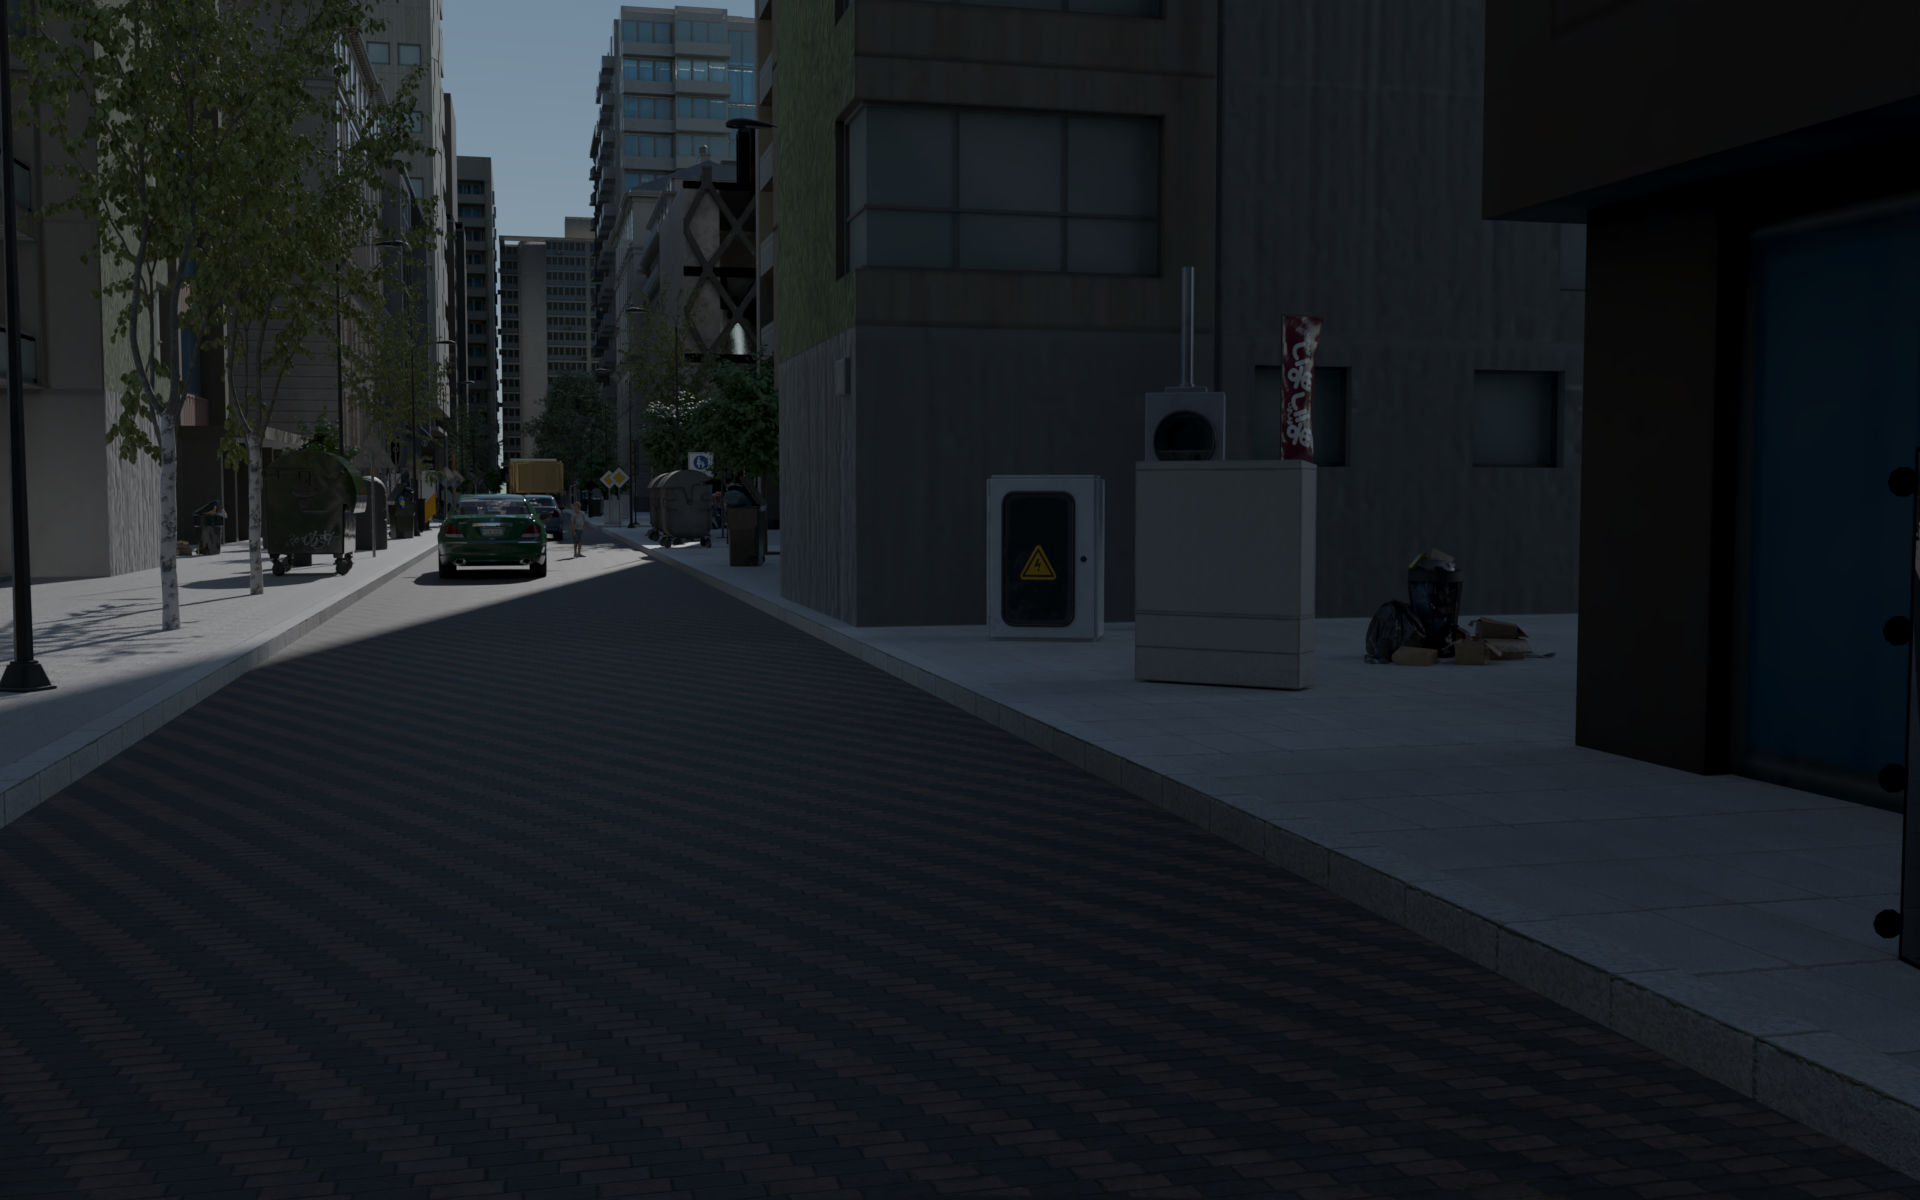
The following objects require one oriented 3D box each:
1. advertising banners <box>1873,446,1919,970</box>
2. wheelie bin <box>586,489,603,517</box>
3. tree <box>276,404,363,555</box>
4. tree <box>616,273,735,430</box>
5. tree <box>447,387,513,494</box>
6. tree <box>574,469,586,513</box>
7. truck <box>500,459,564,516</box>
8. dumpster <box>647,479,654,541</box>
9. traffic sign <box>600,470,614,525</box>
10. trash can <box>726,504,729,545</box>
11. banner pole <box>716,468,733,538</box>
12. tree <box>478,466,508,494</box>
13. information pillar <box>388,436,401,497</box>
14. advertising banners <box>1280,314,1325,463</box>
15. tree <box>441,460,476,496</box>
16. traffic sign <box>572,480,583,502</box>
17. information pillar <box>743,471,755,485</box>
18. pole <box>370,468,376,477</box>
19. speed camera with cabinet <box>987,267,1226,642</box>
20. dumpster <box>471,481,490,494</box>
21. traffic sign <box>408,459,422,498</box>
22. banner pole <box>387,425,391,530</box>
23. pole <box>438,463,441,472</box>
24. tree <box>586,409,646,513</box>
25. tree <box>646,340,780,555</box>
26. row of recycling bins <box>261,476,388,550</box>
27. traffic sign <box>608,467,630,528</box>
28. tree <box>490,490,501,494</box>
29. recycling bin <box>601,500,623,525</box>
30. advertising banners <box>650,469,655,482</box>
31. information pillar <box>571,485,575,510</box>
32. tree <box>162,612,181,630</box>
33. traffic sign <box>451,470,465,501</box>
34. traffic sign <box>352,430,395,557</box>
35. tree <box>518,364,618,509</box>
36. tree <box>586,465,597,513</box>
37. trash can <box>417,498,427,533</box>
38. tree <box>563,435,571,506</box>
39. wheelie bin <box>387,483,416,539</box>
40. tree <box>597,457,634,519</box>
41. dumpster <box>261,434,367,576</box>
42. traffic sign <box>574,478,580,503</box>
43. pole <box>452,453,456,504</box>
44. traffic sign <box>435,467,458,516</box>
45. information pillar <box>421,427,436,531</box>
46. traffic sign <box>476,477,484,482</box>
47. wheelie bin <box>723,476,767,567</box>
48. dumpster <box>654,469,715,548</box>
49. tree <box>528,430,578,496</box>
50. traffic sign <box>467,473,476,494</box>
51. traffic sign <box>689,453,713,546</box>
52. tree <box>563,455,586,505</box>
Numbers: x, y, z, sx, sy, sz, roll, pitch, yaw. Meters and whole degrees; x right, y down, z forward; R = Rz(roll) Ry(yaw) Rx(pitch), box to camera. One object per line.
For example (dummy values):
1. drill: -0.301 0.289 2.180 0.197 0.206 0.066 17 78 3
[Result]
1. advertising banners: 2.614 -0.461 3.729 0.090 3.025 2.074 0 4 -1
2. wheelie bin: -20.808 -5.538 98.449 0.980 1.594 0.693 -2 4 -31
3. tree: -13.523 -2.602 37.141 1.663 3.219 1.824 0 3 0
4. tree: -9.769 -6.640 58.925 4.737 8.622 4.395 0 3 0
5. tree: -33.214 -10.340 119.428 4.360 8.622 3.978 0 3 0
6. tree: -25.046 -7.423 115.962 1.663 3.219 1.824 0 3 0
7. truck: -23.120 -6.009 94.175 3.469 3.379 9.791 -1 4 -16
8. dumpster: -7.889 -2.554 47.509 1.264 1.857 1.865 -1 4 -14
9. traffic sign: -14.659 -4.207 72.420 0.795 2.450 0.064 -1 4 -14
10. trash can: -5.374 -1.863 42.119 0.748 1.137 0.748 0 3 0
11. banner pole: -6.829 -3.706 50.615 0.401 3.779 0.863 1 4 22
12. tree: -53.132 -13.072 197.440 4.285 4.588 4.351 0 3 0
13. information pillar: -22.760 -4.794 69.732 0.504 3.616 0.183 0 4 -1
14. advertising banners: 2.666 -1.250 16.633 2.074 3.025 0.090 -2 4 -27
15. tree: -30.294 -6.691 104.001 1.663 3.219 1.824 0 3 0
16. traffic sign: -27.702 -7.685 125.656 0.884 2.594 0.081 0 4 -5
17. information pillar: -5.563 -2.527 45.801 0.304 2.012 0.304 -1 4 -9
18. pole: -20.929 -4.156 61.795 0.158 3.312 0.155 0 3 0
19. speed camera with cabinet: 1.279 -1.272 15.133 2.038 3.252 0.660 1 4 10
20. dumpster: -35.485 -7.669 127.886 1.502 2.255 1.985 -1 4 -14
21. traffic sign: -19.245 -3.765 61.662 0.768 2.556 0.104 -1 4 -9
22. banner pole: -20.343 -4.393 61.846 0.401 3.779 0.863 -1 4 -22
23. pole: -34.051 -7.309 113.345 0.158 3.312 0.155 0 3 0
24. tree: -8.362 -4.250 53.200 4.285 4.588 4.351 0 3 0
25. tree: -4.210 -3.263 37.065 4.285 4.588 4.351 0 3 0
26. row of recycling bins: -14.865 -2.043 40.518 3.534 1.692 1.069 2 4 24
27. traffic sign: -12.716 -3.733 64.674 0.795 2.450 0.064 -1 4 -14
28. tree: -56.768 -13.340 212.703 1.663 3.219 1.824 0 3 0
29. recycling bin: -14.667 -3.717 73.325 0.722 1.027 0.722 0 4 -4
30. advertising banners: -16.559 -6.080 95.591 0.090 3.025 2.074 -3 5 -44
31. information pillar: -32.022 -8.482 143.172 0.304 2.012 0.304 -1 4 -13
32. tree: -7.365 -4.038 16.380 4.737 8.622 4.395 0 3 0
33. traffic sign: -20.673 -4.116 70.938 0.795 2.450 0.064 -1 4 -14
34. traffic sign: -11.908 -2.149 35.133 0.884 2.594 0.081 -1 4 -12
35. tree: -33.988 -14.408 152.573 9.611 12.733 9.660 0 3 0
36. tree: -21.999 -6.933 107.952 1.663 3.219 1.824 0 3 0
37. trash can: -18.120 -2.814 57.661 0.748 1.137 0.748 0 3 0
38. tree: -39.824 -13.844 176.714 4.360 8.622 3.978 0 3 0
39. wheelie bin: -16.173 -2.585 50.170 0.693 1.594 0.980 -3 5 -40
40. tree: -17.889 -5.898 91.033 1.663 3.219 1.824 0 3 0
41. dumpster: -10.409 -1.551 27.861 1.502 2.255 1.985 -1 4 -14
42. traffic sign: -28.452 -7.912 129.465 0.768 2.556 0.104 -1 4 -10
43. pole: -25.259 -5.666 86.490 0.158 3.312 0.155 0 3 0
44. traffic sign: -18.730 -3.642 63.192 0.795 2.450 0.064 -1 4 -14
45. information pillar: -18.655 -4.244 60.741 0.504 3.616 0.183 1 4 10
46. traffic sign: -36.731 -8.091 132.385 0.768 2.556 0.104 -1 4 -10
47. wheelie bin: -3.834 -1.404 30.860 0.693 1.594 0.980 0 4 5
48. dumpster: -6.568 -2.190 41.566 1.264 1.857 1.865 -1 4 -14
49. tree: -47.409 -16.456 203.459 7.601 10.594 8.767 -1 4 -22
50. traffic sign: -29.011 -6.264 102.515 0.768 2.556 0.104 0 4 -5
51. traffic sign: -6.387 -2.483 42.733 0.606 2.300 0.079 0 4 -4
52. tree: -25.047 -8.352 120.265 4.285 4.588 4.351 0 3 0
